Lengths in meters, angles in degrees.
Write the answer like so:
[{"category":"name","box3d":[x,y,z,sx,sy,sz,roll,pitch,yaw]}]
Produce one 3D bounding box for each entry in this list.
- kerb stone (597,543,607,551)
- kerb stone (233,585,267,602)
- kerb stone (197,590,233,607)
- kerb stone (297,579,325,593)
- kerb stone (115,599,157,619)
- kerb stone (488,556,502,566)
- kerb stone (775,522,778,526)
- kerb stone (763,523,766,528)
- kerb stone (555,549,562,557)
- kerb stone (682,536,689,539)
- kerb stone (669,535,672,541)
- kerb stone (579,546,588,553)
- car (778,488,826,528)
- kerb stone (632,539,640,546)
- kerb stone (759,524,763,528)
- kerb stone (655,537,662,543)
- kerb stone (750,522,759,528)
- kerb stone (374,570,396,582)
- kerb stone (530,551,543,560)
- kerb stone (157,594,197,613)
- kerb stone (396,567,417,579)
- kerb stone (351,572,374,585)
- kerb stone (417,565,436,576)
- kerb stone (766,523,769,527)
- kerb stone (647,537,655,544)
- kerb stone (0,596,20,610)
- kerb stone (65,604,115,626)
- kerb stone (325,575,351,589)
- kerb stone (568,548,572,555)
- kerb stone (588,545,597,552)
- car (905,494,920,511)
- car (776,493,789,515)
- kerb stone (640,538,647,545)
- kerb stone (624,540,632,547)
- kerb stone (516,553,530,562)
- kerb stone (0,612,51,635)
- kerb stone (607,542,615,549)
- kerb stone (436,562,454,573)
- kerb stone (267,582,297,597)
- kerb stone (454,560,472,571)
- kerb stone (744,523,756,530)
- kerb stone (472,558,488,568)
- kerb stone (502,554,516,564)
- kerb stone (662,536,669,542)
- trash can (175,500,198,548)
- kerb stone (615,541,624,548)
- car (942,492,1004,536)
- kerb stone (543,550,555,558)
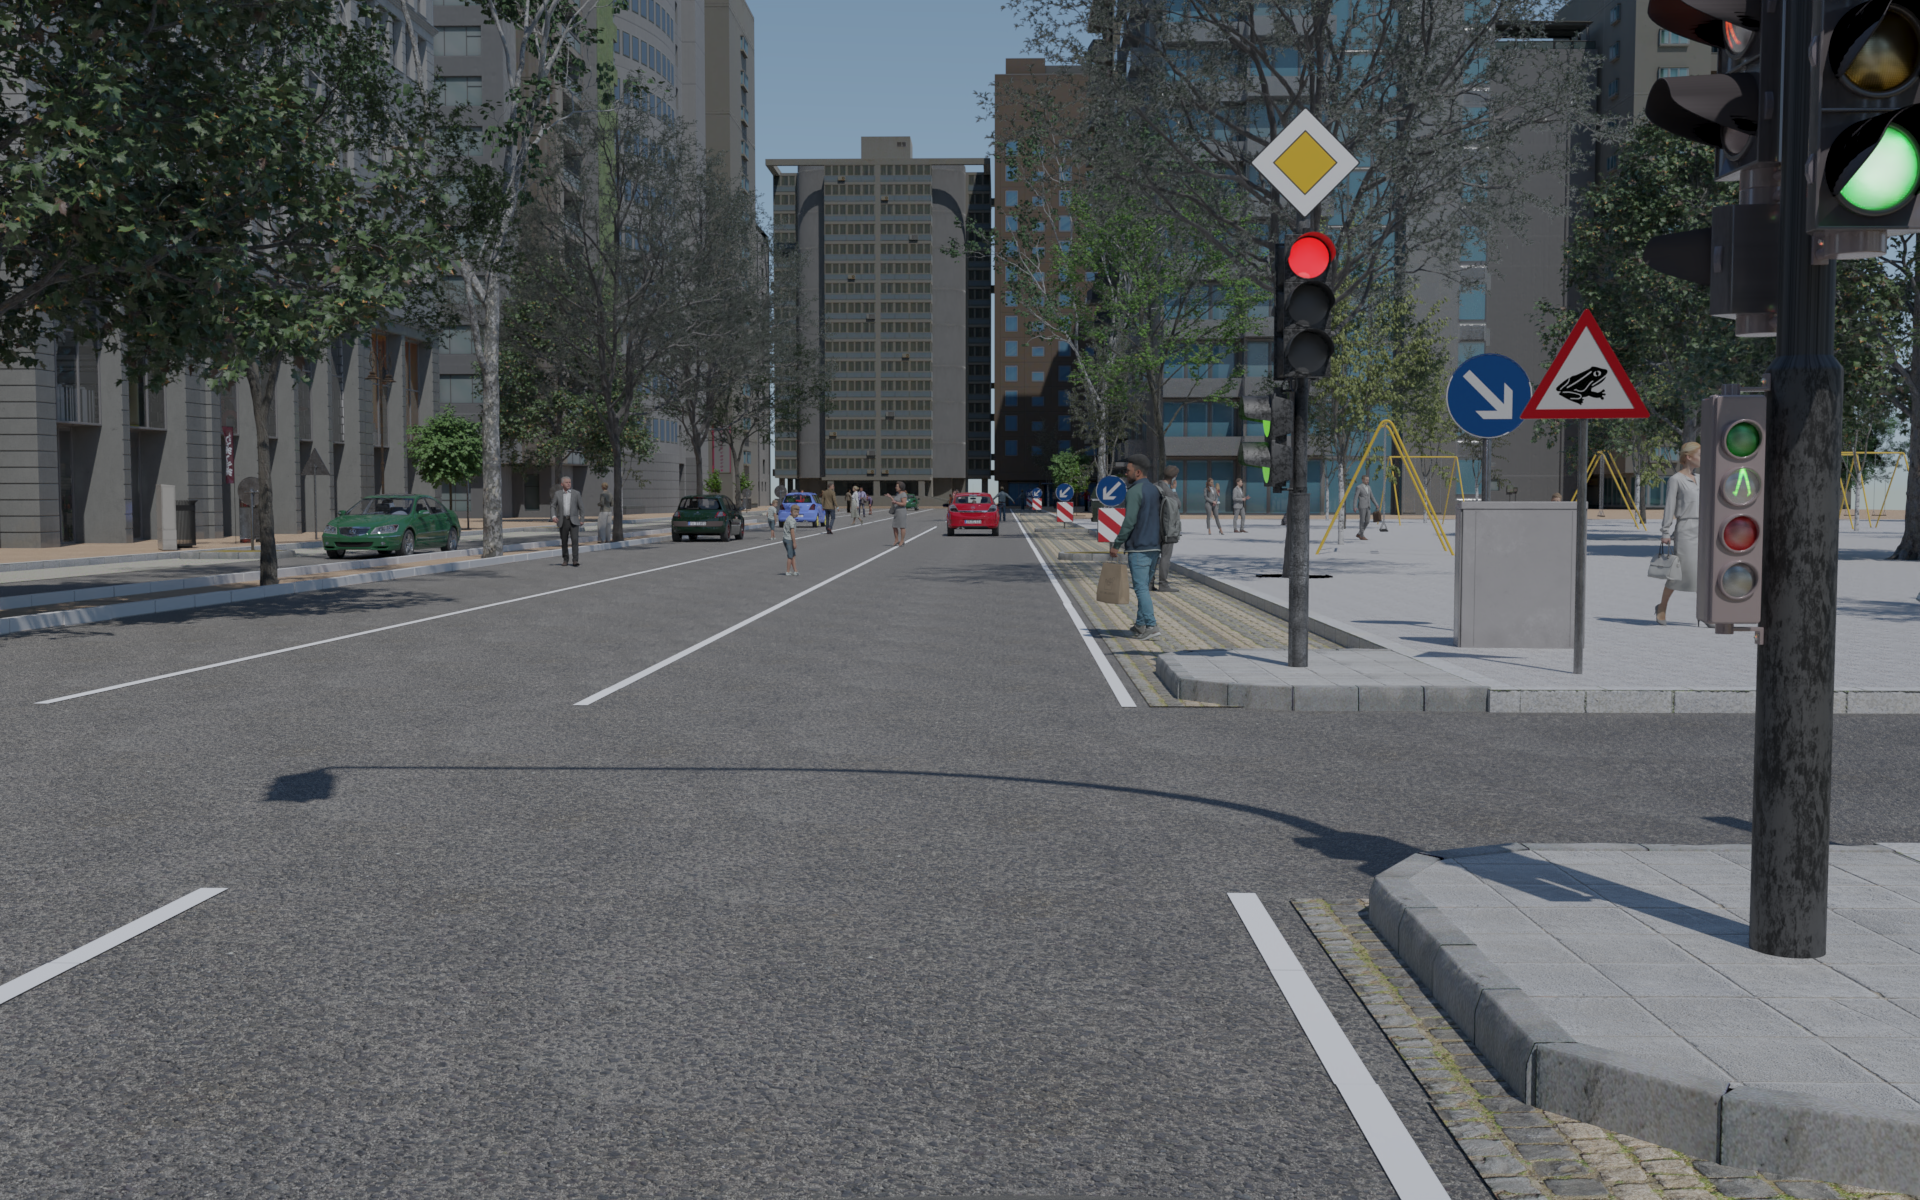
[{"category":"kerb stone","box3d":[-9.201,-1.328,43.946,0.120,0.150,1.000,0,4,1]},{"category":"kerb stone","box3d":[-9.689,-0.070,23.437,0.120,0.150,1.000,0,4,1]},{"category":"kerb stone","box3d":[-9.721,-0.013,22.412,0.120,0.150,1.000,0,4,1]},{"category":"kerb stone","box3d":[-9.643,-0.202,25.494,0.120,0.150,1.000,0,4,1]},{"category":"kerb stone","box3d":[-9.773,0.112,20.366,0.120,0.150,1.000,0,4,1]},{"category":"kerb stone","box3d":[-9.426,-0.762,34.706,0.120,0.150,1.000,0,4,1]},{"category":"kerb stone","box3d":[-8.401,-3.400,77.790,0.120,0.150,1.000,0,4,1]},{"category":"kerb stone","box3d":[-8.495,-3.149,73.688,0.120,0.150,1.000,0,4,1]},{"category":"kerb stone","box3d":[-9.305,-1.076,39.846,0.120,0.150,1.000,0,4,1]},{"category":"kerb stone","box3d":[-8.904,-2.082,56.230,0.120,0.150,1.000,0,4,1]},{"category":"kerb stone","box3d":[-8.986,-1.890,53.165,0.120,0.150,1.000,0,4,1]},{"category":"kerb stone","box3d":[-9.250,-1.205,41.902,0.120,0.150,1.000,0,4,1]},{"category":"car","box3d":[-6.794,-4.000,74.997,1.945,1.707,3.694,0,4,3]},{"category":"kerb stone","box3d":[-9.111,-1.581,48.046,0.120,0.150,1.000,0,4,1]},{"category":"kerb stone","box3d":[-8.513,-3.085,72.666,0.120,0.150,1.000,0,4,1]},{"category":"kerb stone","box3d":[-9.033,-1.769,51.117,0.120,0.150,1.000,0,4,1]},{"category":"kerb stone","box3d":[-8.545,-3.024,71.644,0.120,0.150,1.000,0,4,1]},{"category":"kerb stone","box3d":[-9.574,-0.389,28.564,0.120,0.150,1.000,0,4,1]},{"category":"kerb stone","box3d":[-9.348,-0.954,37.787,0.120,0.150,1.000,0,4,1]},{"category":"kerb stone","box3d":[-9.747,0.050,21.390,0.120,0.150,1.000,0,4,1]},{"category":"kerb stone","box3d":[-9.552,-0.450,29.590,0.120,0.150,1.000,0,4,1]},{"category":"kerb stone","box3d":[-9.599,-0.327,27.541,0.120,0.150,1.000,0,4,1]},{"category":"kerb stone","box3d":[-9.525,-0.515,30.612,0.120,0.150,1.000,0,4,1]},{"category":"kerb stone","box3d":[-8.469,-3.212,74.710,0.120,0.150,1.000,0,4,1]},{"category":"kerb stone","box3d":[-9.061,-1.706,50.095,0.120,0.150,1.000,0,4,1]},{"category":"kerb stone","box3d":[-11.842,0.046,21.452,0.120,0.150,1.000,0,4,1]},{"category":"kerb stone","box3d":[-9.788,0.174,19.344,0.120,0.150,1.000,0,4,1]},{"category":"kerb stone","box3d":[-9.619,-0.259,26.519,0.120,0.150,1.000,0,4,1]},{"category":"kerb stone","box3d":[-9.281,-1.142,40.872,0.120,0.150,1.000,0,4,1]},{"category":"kerb stone","box3d":[-9.232,-1.268,42.924,0.120,0.150,1.000,0,4,1]},{"category":"car","box3d":[-4.524,-8.423,149.519,2.131,1.459,4.920,0,4,1]},{"category":"car","box3d":[-11.684,-6.815,120.462,2.155,1.783,4.494,0,4,3]},{"category":"kerb stone","box3d":[-9.088,-1.643,49.068,0.120,0.150,1.000,0,4,1]},{"category":"kerb stone","box3d":[-9.133,-1.518,47.012,0.120,0.150,1.000,0,4,1]},{"category":"kerb stone","box3d":[-9.380,-0.891,36.760,0.120,0.150,1.000,0,4,1]},{"category":"kerb stone","box3d":[-9.822,0.237,18.322,0.120,0.150,1.000,0,4,1]},{"category":"kerb stone","box3d":[-9.183,-1.393,44.968,0.120,0.150,1.000,0,4,1]},{"category":"kerb stone","box3d":[-9.503,-0.573,31.637,0.120,0.150,1.000,0,4,1]},{"category":"kerb stone","box3d":[-9.670,-0.139,24.462,0.120,0.150,1.000,0,4,1]},{"category":"kerb stone","box3d":[-9.471,-0.640,32.662,0.120,0.150,1.000,0,4,1]},{"category":"kerb stone","box3d":[-8.561,-2.960,70.622,0.120,0.150,1.000,0,4,1]},{"category":"kerb stone","box3d":[-9.445,-0.703,33.683,0.120,0.150,1.000,0,4,1]},{"category":"kerb stone","box3d":[-9.408,-0.828,35.737,0.120,0.150,1.000,0,4,1]},{"category":"kerb stone","box3d":[-9.009,-1.825,52.143,0.120,0.150,1.000,0,4,1]},{"category":"trash can","box3d":[-18.439,-1.797,41.034,0.748,1.137,0.748,0,3,0]},{"category":"kerb stone","box3d":[-9.155,-1.452,45.990,0.120,0.150,1.000,0,4,1]},{"category":"car","box3d":[0.455,-3.129,60.201,2.155,1.783,4.494,0,4,0]},{"category":"kerb stone","box3d":[-9.331,-1.017,38.816,0.120,0.150,1.000,0,4,1]}]
